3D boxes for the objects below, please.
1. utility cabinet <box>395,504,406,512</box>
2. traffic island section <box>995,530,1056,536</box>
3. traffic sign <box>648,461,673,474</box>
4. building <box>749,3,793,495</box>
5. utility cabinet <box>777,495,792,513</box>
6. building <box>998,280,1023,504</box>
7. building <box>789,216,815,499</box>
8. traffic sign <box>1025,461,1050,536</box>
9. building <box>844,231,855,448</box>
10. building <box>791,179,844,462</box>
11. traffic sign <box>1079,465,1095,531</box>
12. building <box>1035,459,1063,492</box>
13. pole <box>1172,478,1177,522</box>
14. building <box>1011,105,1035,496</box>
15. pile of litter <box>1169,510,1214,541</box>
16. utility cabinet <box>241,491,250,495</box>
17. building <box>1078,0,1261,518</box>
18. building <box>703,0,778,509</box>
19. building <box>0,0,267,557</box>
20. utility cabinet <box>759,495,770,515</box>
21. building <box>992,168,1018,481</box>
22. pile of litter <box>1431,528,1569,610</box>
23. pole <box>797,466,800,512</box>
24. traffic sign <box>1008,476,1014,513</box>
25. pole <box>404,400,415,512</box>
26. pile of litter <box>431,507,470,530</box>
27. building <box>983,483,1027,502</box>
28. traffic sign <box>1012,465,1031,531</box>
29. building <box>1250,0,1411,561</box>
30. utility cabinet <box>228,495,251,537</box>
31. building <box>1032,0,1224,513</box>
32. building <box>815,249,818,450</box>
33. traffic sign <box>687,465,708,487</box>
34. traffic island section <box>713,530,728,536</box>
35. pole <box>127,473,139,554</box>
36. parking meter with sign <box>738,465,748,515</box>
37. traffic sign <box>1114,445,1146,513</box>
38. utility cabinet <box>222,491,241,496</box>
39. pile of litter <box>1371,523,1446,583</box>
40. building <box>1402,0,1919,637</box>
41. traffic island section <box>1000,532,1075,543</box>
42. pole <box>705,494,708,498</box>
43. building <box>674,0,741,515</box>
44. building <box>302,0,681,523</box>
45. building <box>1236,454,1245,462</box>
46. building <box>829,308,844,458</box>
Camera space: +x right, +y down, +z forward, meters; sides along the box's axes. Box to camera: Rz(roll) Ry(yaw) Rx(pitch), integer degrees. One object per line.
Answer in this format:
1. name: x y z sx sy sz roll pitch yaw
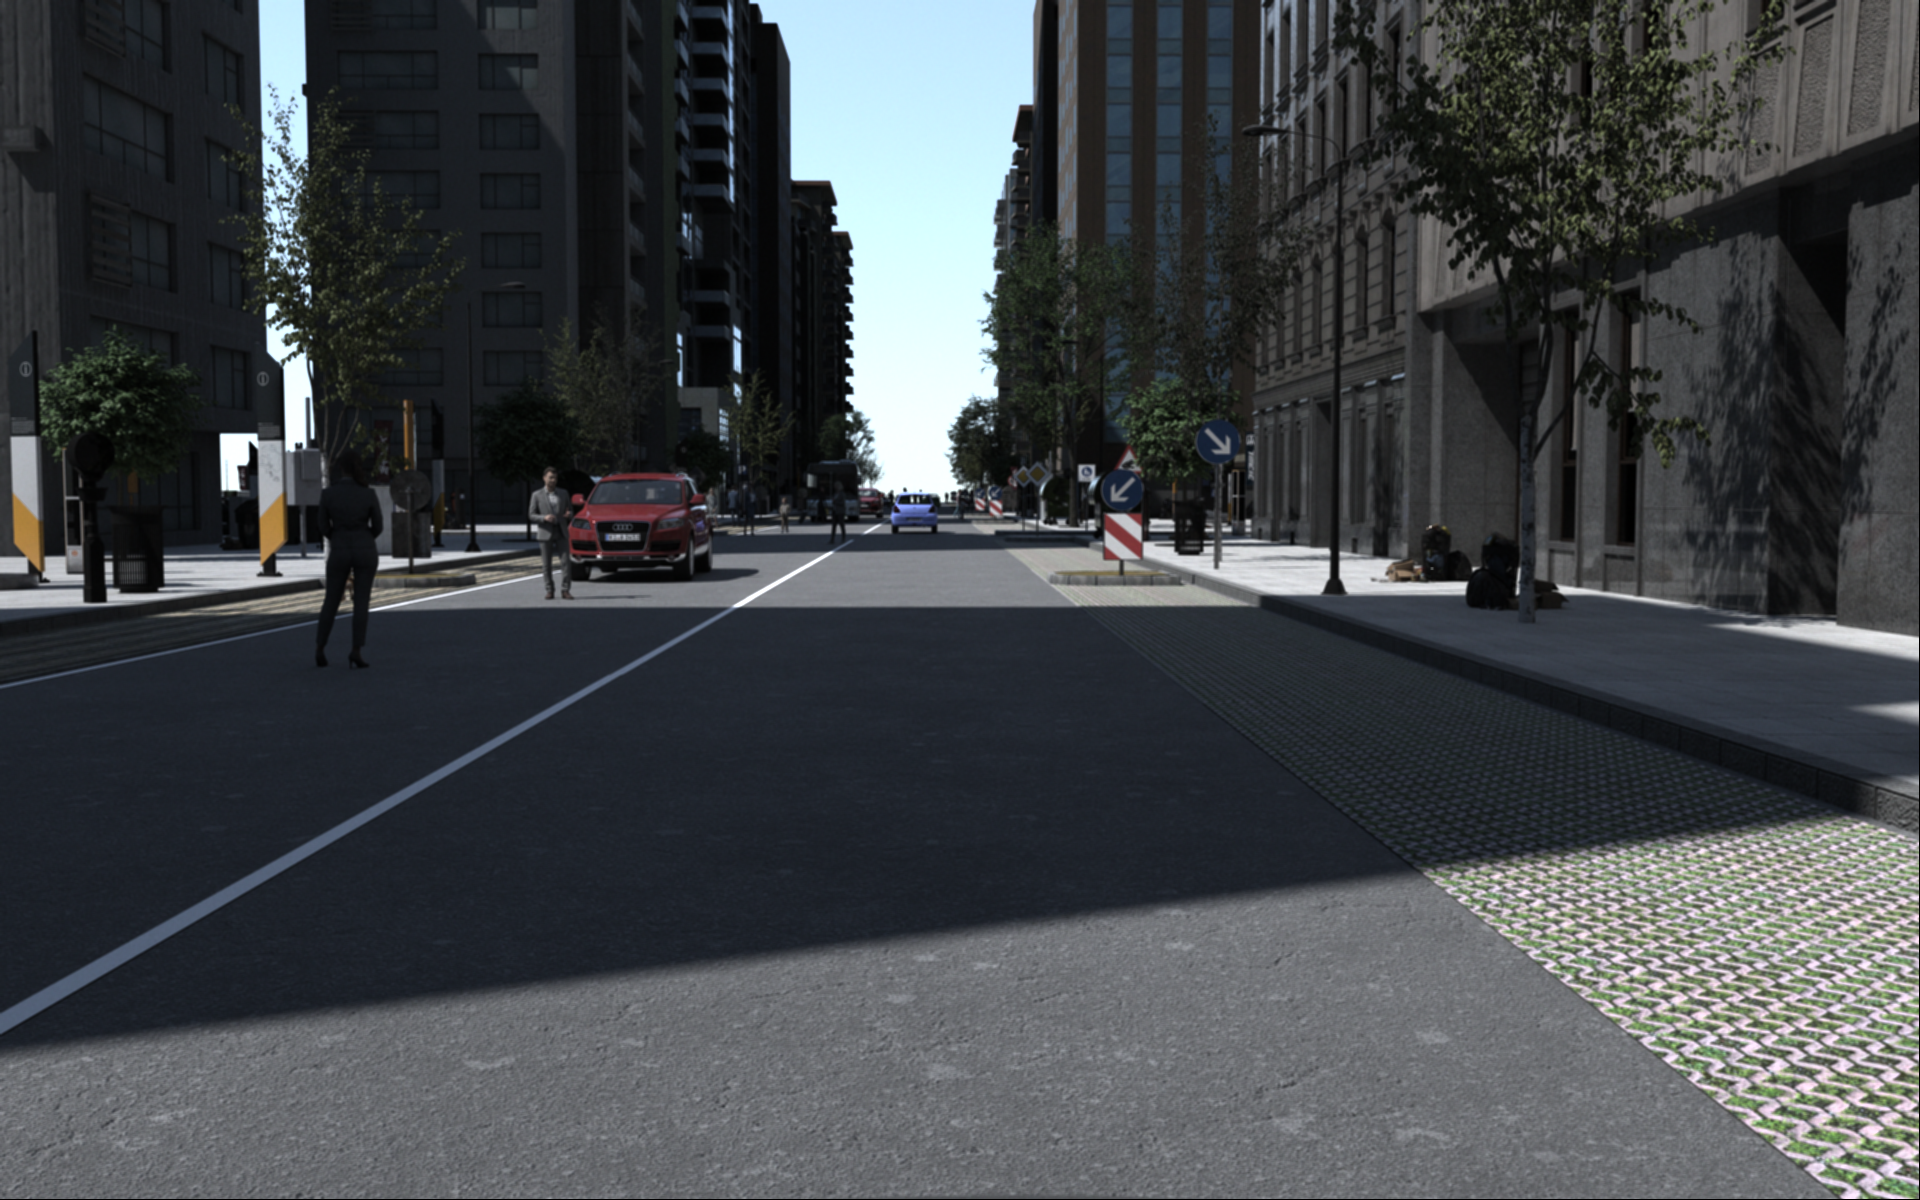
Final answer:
1. utility cabinet: -22.652 -3.587 69.808 1.020 1.237 0.306 0 4 3
2. traffic island section: 2.242 -2.337 60.486 2.009 0.180 2.903 0 4 -1
3. traffic sign: -9.053 -2.974 52.271 0.795 2.450 0.064 0 4 -1
4. building: -23.342 -31.368 162.979 14.600 45.320 14.200 0 4 -1
5. utility cabinet: -12.055 -6.612 119.273 1.020 1.237 0.306 -2 4 -30
6. building: 12.021 -28.175 232.358 14.160 30.474 14.107 0 4 -1
7. building: -22.815 -24.877 178.442 14.160 30.474 14.107 0 4 -1
8. traffic sign: 2.341 -2.984 52.424 0.795 2.450 0.064 0 4 -1
9. building: -28.451 -38.214 279.426 22.147 44.769 28.867 0 4 -1
10. building: -27.994 -35.533 235.584 22.147 44.769 28.867 0 4 -1
11. traffic sign: 4.430 -3.573 60.552 0.606 2.300 0.079 0 4 0
12. building: 16.175 -41.782 121.387 20.563 71.187 20.611 0 4 -1
13. pole: 9.990 -5.298 80.462 0.158 3.312 0.155 0 3 0
14. building: 17.001 -32.947 193.306 22.147 44.769 28.867 0 4 -1
15. pile of litter: 6.467 -2.105 48.389 1.176 0.858 1.719 0 4 -6
16. utility cabinet: -47.660 -6.512 115.153 0.318 1.500 1.173 1 4 20
17. building: 12.872 -27.318 96.766 14.600 45.320 14.200 0 4 -1
18. building: -26.032 -43.205 144.661 20.563 71.187 20.611 0 4 -1
19. building: -25.171 -21.841 40.700 14.086 41.232 14.154 0 4 -1
20. utility cabinet: -12.247 -5.946 108.372 0.306 1.237 1.020 -2 4 -32
21. building: 16.217 -38.839 254.622 23.786 49.044 30.456 0 4 -1
22. pile of litter: 6.430 -0.356 19.787 1.719 0.858 1.176 -3 5 -39
23. pole: -11.808 -8.123 126.659 0.158 3.312 0.155 0 3 0
24. traffic sign: 3.535 -7.014 114.785 0.768 2.556 0.104 0 4 0
25. pole: -11.960 -2.679 37.647 0.158 3.312 0.155 0 3 0
26. pile of litter: -18.325 -2.949 62.175 1.719 0.858 1.176 3 4 38
27. building: 19.889 -36.139 282.751 32.217 40.220 23.993 0 4 -1
28. traffic sign: 2.219 -3.472 60.408 0.795 2.450 0.064 0 4 -1
29. building: 13.098 -11.661 39.816 9.793 20.994 18.267 0 4 -1
30. utility cabinet: -21.420 -2.470 51.540 0.306 1.237 1.020 -3 5 -42
31. building: 13.434 -30.350 146.325 14.600 45.320 14.200 0 4 -1
32. building: -23.335 -25.738 192.517 14.160 30.474 14.107 0 4 -1
33. traffic sign: -9.174 -3.463 60.255 0.795 2.450 0.064 0 4 -1
34. traffic island section: -9.198 -2.326 60.317 2.009 0.180 2.903 0 4 -1
35. pole: -17.794 -2.655 37.245 0.158 3.312 0.155 0 3 0
36. parking meter with sign: -12.999 -6.597 104.127 0.543 3.016 1.738 -1 4 -13
37. traffic sign: 4.433 -2.781 45.479 0.884 2.594 0.081 0 4 4
38. utility cabinet: -47.668 -6.365 112.742 0.318 1.500 1.173 3 5 44
39. pile of litter: 6.845 -0.713 25.617 1.719 0.858 1.176 -1 4 -10
40. building: 14.122 -12.393 20.650 12.078 24.808 19.932 0 4 -1
41. traffic island section: 2.364 -1.848 52.501 2.009 0.180 2.903 0 4 -1
42. pole: -14.940 -6.618 102.047 0.158 3.312 0.155 0 3 0
43. building: -26.006 -49.226 117.523 22.319 86.520 31.000 0 4 -1
44. building: -21.194 -24.291 80.751 14.154 41.232 14.086 0 4 -1
45. building: 26.689 -25.553 72.409 28.867 44.769 22.147 0 4 -1
46. building: -24.637 -29.766 258.368 14.160 30.474 14.107 0 4 -1
